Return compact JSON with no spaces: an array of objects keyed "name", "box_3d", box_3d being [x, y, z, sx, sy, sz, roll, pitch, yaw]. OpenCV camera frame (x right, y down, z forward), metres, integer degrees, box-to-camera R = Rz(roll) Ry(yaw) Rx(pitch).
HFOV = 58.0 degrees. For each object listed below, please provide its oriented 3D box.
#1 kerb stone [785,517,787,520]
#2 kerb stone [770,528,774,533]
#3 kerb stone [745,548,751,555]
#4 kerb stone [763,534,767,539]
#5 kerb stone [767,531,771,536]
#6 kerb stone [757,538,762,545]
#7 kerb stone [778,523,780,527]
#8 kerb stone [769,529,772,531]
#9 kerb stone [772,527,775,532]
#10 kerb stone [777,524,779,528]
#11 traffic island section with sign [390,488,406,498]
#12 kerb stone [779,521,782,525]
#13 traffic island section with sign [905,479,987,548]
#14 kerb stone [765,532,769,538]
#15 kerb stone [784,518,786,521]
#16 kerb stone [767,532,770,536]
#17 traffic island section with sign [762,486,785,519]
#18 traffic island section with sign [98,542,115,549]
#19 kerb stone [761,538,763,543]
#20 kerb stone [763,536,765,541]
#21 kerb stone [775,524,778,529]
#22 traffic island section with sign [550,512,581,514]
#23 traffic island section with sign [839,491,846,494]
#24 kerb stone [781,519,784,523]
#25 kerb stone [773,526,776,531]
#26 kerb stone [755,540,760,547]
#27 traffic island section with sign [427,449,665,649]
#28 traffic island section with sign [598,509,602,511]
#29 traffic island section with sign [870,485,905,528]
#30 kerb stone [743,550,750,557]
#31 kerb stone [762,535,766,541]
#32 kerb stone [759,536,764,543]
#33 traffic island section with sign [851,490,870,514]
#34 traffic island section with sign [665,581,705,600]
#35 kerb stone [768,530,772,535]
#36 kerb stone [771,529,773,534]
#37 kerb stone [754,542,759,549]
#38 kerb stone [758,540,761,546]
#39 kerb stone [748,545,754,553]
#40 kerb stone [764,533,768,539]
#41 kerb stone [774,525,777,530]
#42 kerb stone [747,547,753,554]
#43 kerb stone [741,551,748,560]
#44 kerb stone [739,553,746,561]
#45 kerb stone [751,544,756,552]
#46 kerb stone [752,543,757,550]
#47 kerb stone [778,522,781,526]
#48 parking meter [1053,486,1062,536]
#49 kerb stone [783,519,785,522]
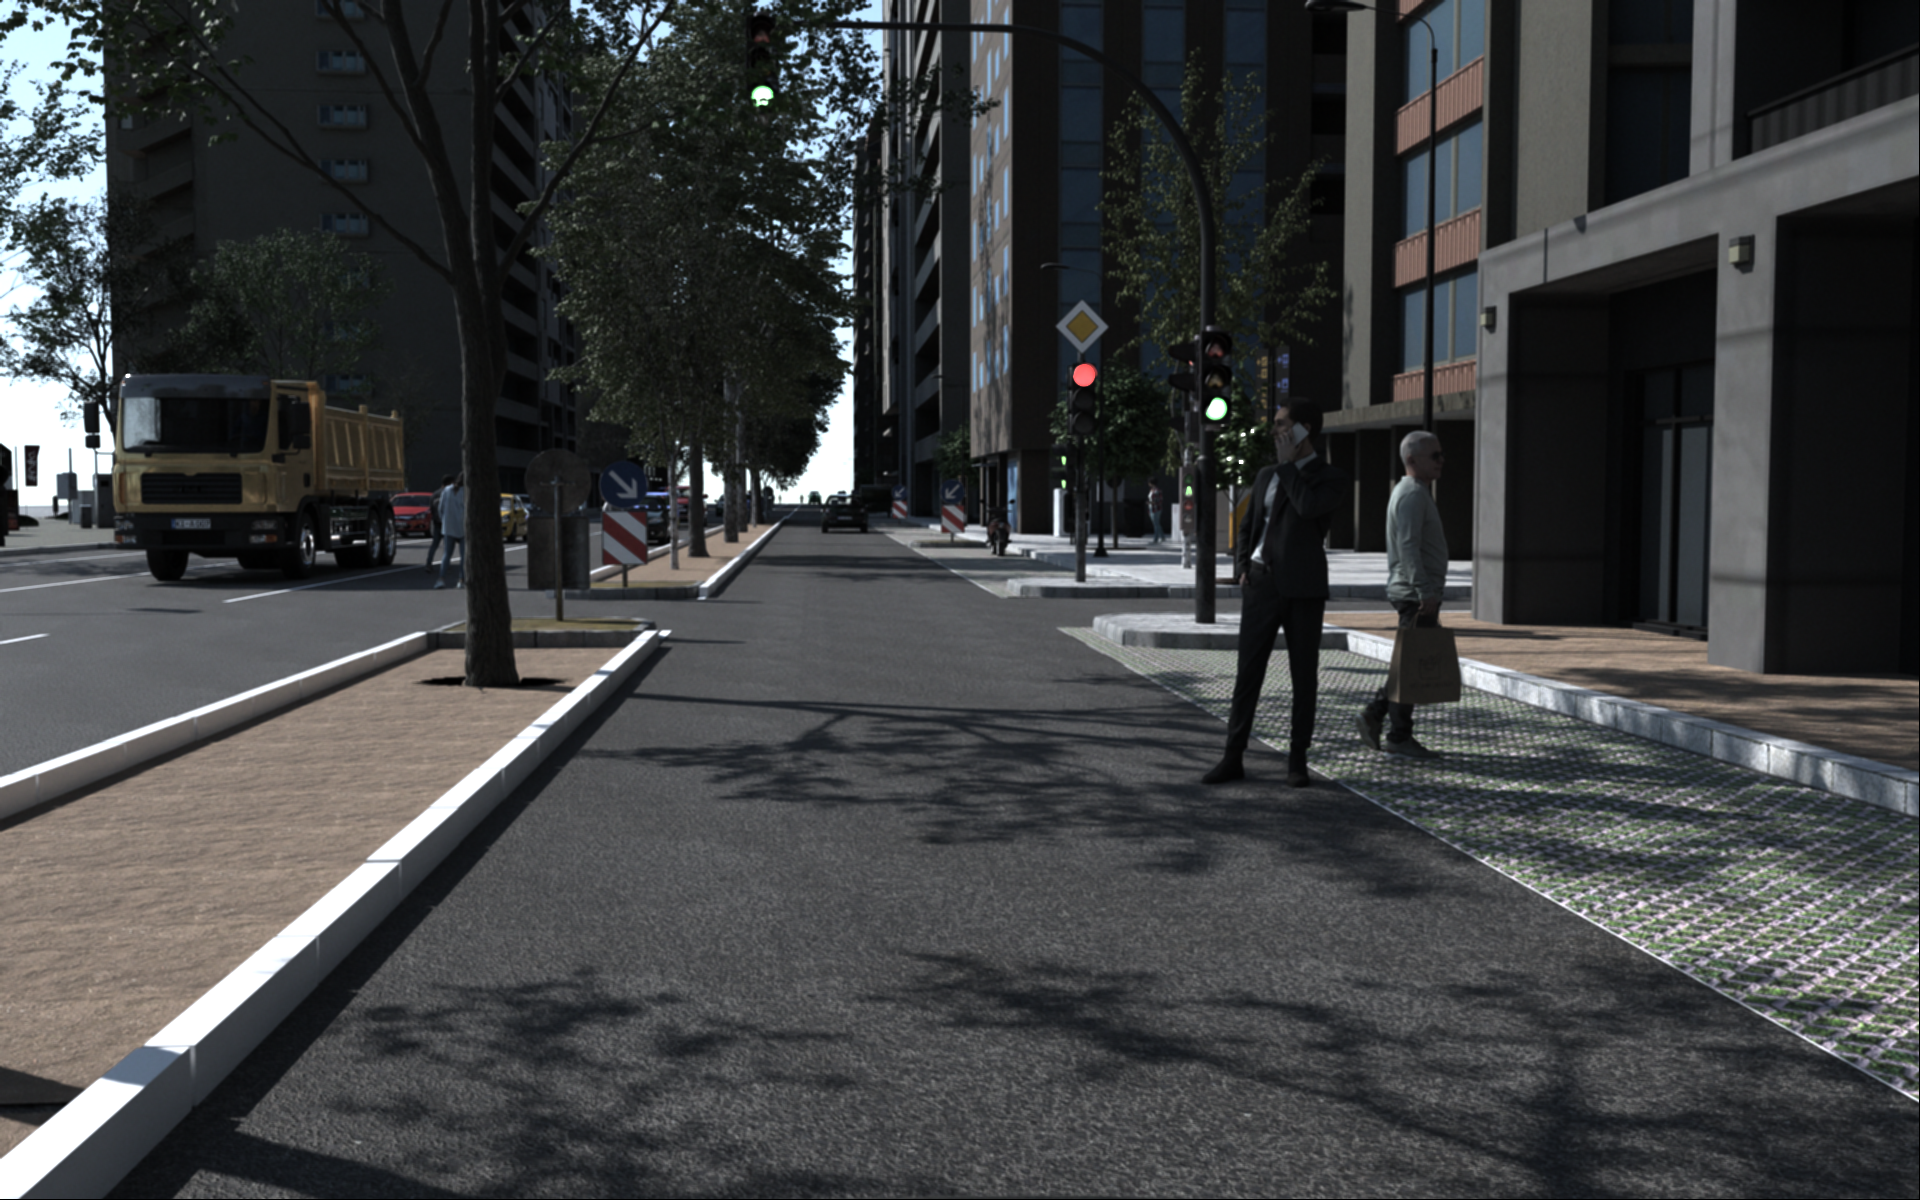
[{"name":"kerb stone","box_3d":[-8.984,-4.010,87.800,0.120,0.150,1.000,0,4,-5]},{"name":"kerb stone","box_3d":[-6.638,-2.327,60.240,0.120,0.150,1.000,0,4,-5]},{"name":"kerb stone","box_3d":[-4.812,-1.015,38.795,0.120,0.150,1.000,0,4,-5]},{"name":"kerb stone","box_3d":[-5.947,-1.826,52.064,0.120,0.150,1.000,0,4,-5]},{"name":"kerb stone","box_3d":[-6.288,-2.077,56.149,0.120,0.150,1.000,0,4,-5]},{"name":"kerb stone","box_3d":[-5.506,-1.514,46.947,0.120,0.150,1.000,0,4,-5]},{"name":"kerb stone","box_3d":[-7.511,-2.949,70.433,0.120,0.150,1.000,0,4,-5]},{"name":"kerb stone","box_3d":[-6.472,-2.202,58.193,0.120,0.150,1.000,0,4,-5]},{"name":"kerb stone","box_3d":[-6.812,-2.451,62.277,0.120,0.150,1.000,0,4,-5]},{"name":"kerb stone","box_3d":[-7.333,-2.825,68.397,0.120,0.150,1.000,0,4,-5]},{"name":"traffic island section with sign","box_3d":[-23.716,-3.930,72.889,1.989,1.847,2.006,0,4,-5]},{"name":"kerb stone","box_3d":[-7.858,-3.200,74.519,0.120,0.150,1.000,0,4,-5]},{"name":"traffic island section with sign","box_3d":[-0.368,-2.320,46.554,1.989,1.847,2.006,0,4,-5]},{"name":"kerb stone","box_3d":[-6.121,-1.951,54.105,0.120,0.150,1.000,0,4,-5]},{"name":"kerb stone","box_3d":[-8.721,-3.824,84.721,0.120,0.150,1.000,0,4,-5]},{"name":"kerb stone","box_3d":[-6.202,-2.014,55.125,0.120,0.150,1.000,0,4,-5]},{"name":"traffic island section with sign","box_3d":[-11.034,-5.570,99.199,2.006,1.907,1.989,0,4,-5]},{"name":"traffic island section with sign","box_3d":[-21.405,-2.275,45.820,1.989,1.847,2.006,0,4,-5]},{"name":"kerb stone","box_3d":[-5.595,-1.573,47.973,0.120,0.150,1.000,0,4,-5]},{"name":"kerb stone","box_3d":[-5.771,-1.701,50.014,0.120,0.150,1.000,0,4,-5]},{"name":"kerb stone","box_3d":[-7.248,-2.763,67.378,0.120,0.150,1.000,0,4,-5]},{"name":"traffic island section with sign","box_3d":[-27.985,-7.002,123.117,1.989,1.847,2.006,0,4,-5]},{"name":"traffic island section with sign","box_3d":[-9.284,-8.717,151.143,1.989,1.847,2.006,0,4,-5]},{"name":"kerb stone","box_3d":[-8.295,-3.510,79.623,0.120,0.150,1.000,0,4,-5]},{"name":"kerb stone","box_3d":[-6.898,-2.514,63.304,0.120,0.150,1.000,0,4,-5]},{"name":"kerb stone","box_3d":[-5.332,-1.389,44.911,0.120,0.150,1.000,0,4,-5]},{"name":"traffic island section with sign","box_3d":[-4.022,-0.539,16.950,2.006,1.907,1.989,0,4,-5]},{"name":"traffic island section with sign","box_3d":[-30.291,-8.645,149.974,1.989,1.847,2.006,0,4,-5]},{"name":"traffic island section with sign","box_3d":[-2.732,-4.011,74.202,1.989,1.847,2.006,0,4,-5]},{"name":"kerb stone","box_3d":[-4.722,-0.953,37.773,0.120,0.150,1.000,0,4,-5]},{"name":"kerb stone","box_3d":[-5.853,-1.763,51.038,0.120,0.150,1.000,0,4,-5]},{"name":"kerb stone","box_3d":[-5.681,-1.638,48.991,0.120,0.150,1.000,0,4,-5]},{"name":"traffic island section with sign","box_3d":[-7.002,-7.074,124.284,1.989,1.847,2.006,0,4,-5]},{"name":"traffic island section with sign","box_3d":[-4.642,-0.991,24.332,2.006,1.907,1.989,0,4,-5]},{"name":"kerb stone","box_3d":[-6.373,-2.139,57.168,0.120,0.150,1.000,0,4,-5]},{"name":"kerb stone","box_3d":[-6.558,-2.264,59.211,0.120,0.150,1.000,0,4,-5]},{"name":"kerb stone","box_3d":[-5.237,-1.327,43.893,0.120,0.150,1.000,0,4,-5]},{"name":"kerb stone","box_3d":[-5.418,-1.447,45.929,0.120,0.150,1.000,0,4,-5]},{"name":"kerb stone","box_3d":[-4.988,-1.138,40.838,0.120,0.150,1.000,0,4,-5]},{"name":"kerb stone","box_3d":[-6.030,-1.888,53.087,0.120,0.150,1.000,0,4,-5]},{"name":"kerb stone","box_3d":[-7.074,-2.637,65.341,0.120,0.150,1.000,0,4,-5]},{"name":"kerb stone","box_3d":[-4.902,-1.078,39.818,0.120,0.150,1.000,0,4,-5]},{"name":"kerb stone","box_3d":[-4.635,-0.888,36.744,0.120,0.150,1.000,0,4,-5]},{"name":"kerb stone","box_3d":[-4.550,-0.819,35.716,0.120,0.150,1.000,0,4,-5]},{"name":"kerb stone","box_3d":[-5.072,-1.202,41.856,0.120,0.150,1.000,0,4,-5]},{"name":"kerb stone","box_3d":[-5.157,-1.265,42.874,0.120,0.150,1.000,0,4,-5]},{"name":"kerb stone","box_3d":[-7.684,-3.075,72.478,0.120,0.150,1.000,0,4,-5]},{"name":"parking meter","box_3d":[3.032,-2.725,52.965,0.372,1.533,0.369,0,3,0]},{"name":"kerb stone","box_3d":[-8.556,-3.700,82.682,0.120,0.150,1.000,0,4,-5]}]
